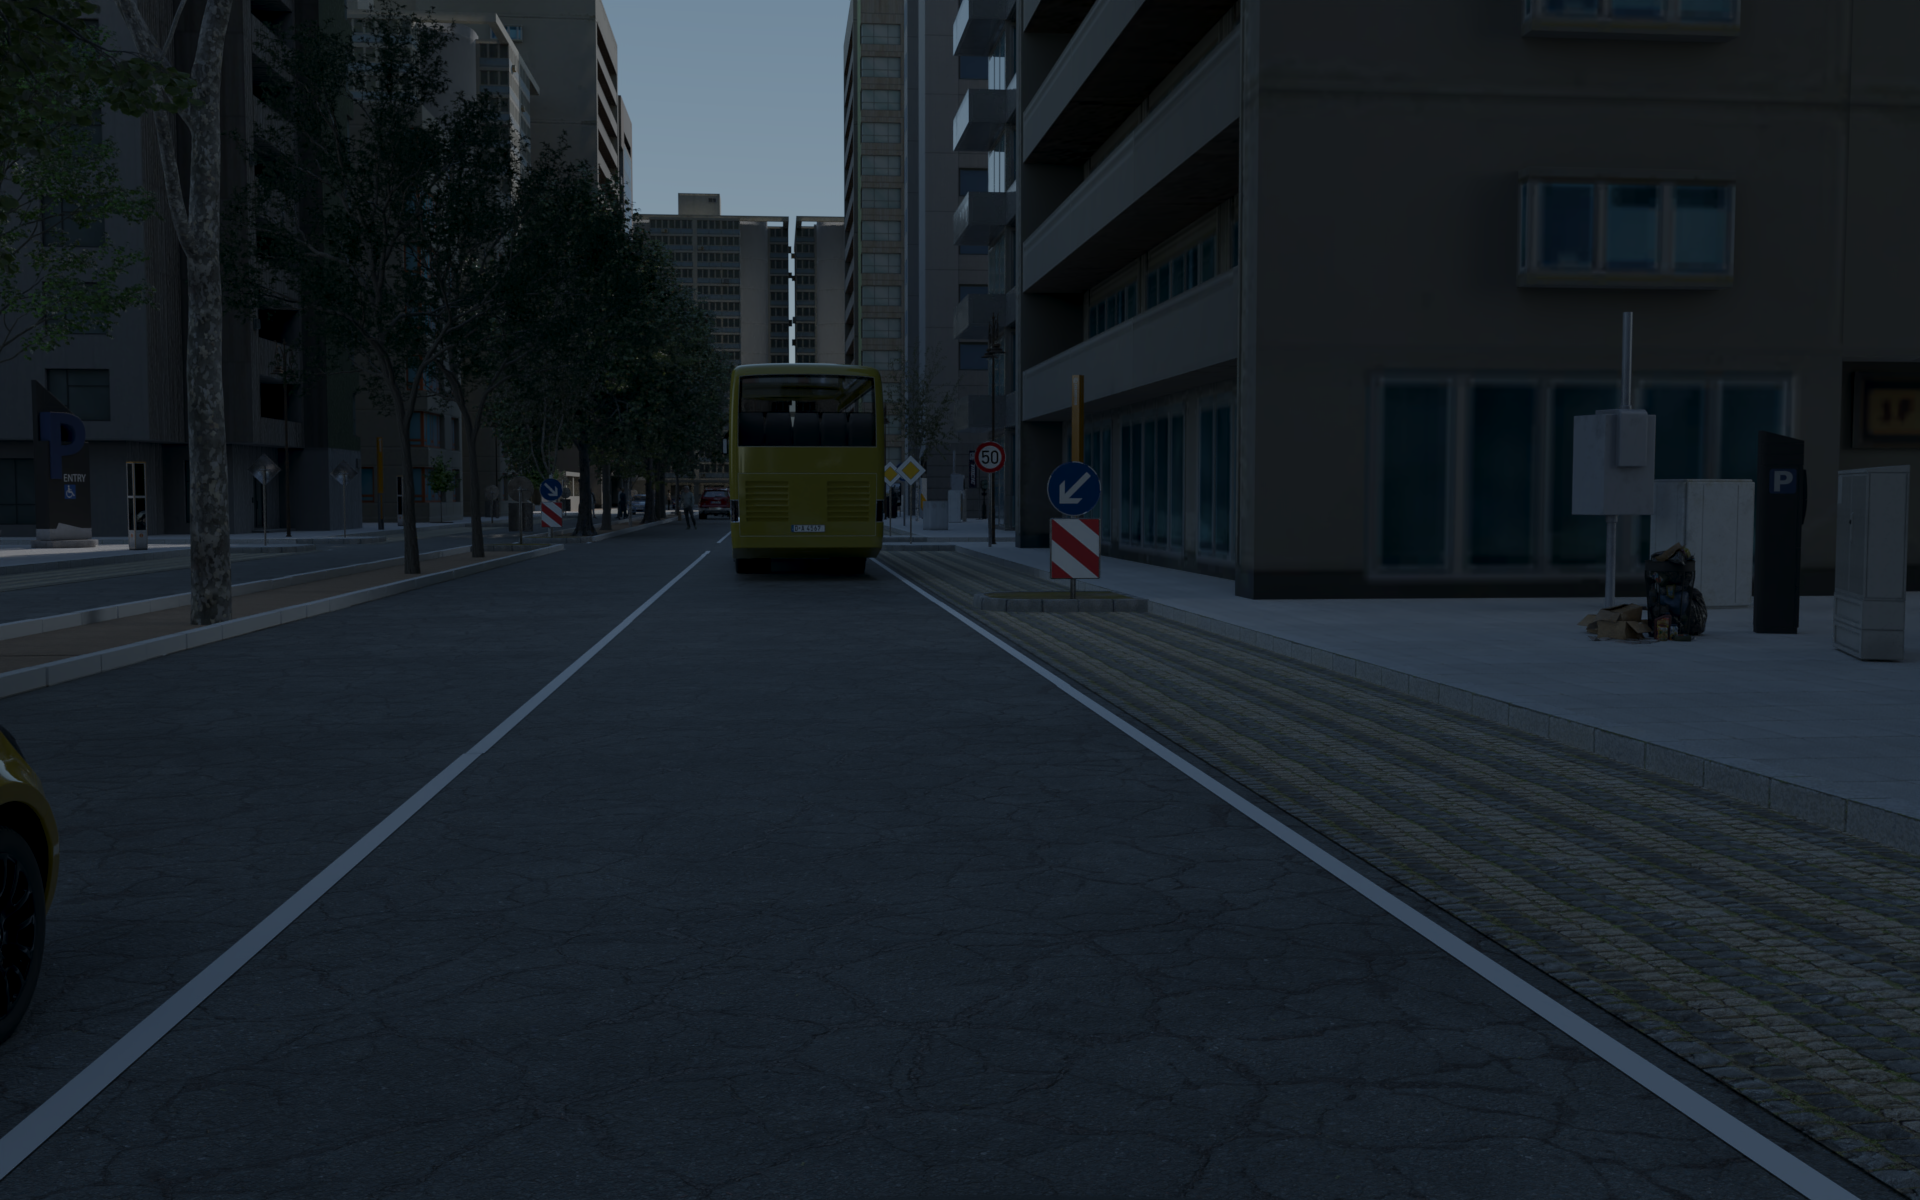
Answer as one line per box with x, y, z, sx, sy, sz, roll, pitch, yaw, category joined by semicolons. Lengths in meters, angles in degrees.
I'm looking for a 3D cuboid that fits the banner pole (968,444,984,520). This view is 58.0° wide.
0.789;-5.943;87.180;0.863;3.779;0.401;2;4;32;banner pole

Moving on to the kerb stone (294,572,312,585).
-10.516;-0.322;27.463;0.120;0.150;1.000;0;4;-6;kerb stone

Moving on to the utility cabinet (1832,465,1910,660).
7.188;-0.308;13.712;0.318;1.500;1.173;1;4;17;utility cabinet

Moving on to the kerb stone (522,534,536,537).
-13.305;-1.914;53.486;0.120;0.150;1.000;0;4;-6;kerb stone

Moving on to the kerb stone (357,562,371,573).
-10.954;-0.571;31.534;0.120;0.150;1.000;0;4;-6;kerb stone

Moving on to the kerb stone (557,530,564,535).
-14.064;-2.351;60.626;0.120;0.150;1.000;0;4;-6;kerb stone

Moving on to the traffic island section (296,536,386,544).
-18.095;-1.750;50.899;2.009;0.180;2.903;0;4;-6;traffic island section

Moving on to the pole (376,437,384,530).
-20.797;-4.177;62.131;0.158;3.312;0.155;0;3;0;pole

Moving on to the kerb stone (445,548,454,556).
-11.817;-1.066;39.678;0.120;0.150;1.000;0;4;-6;kerb stone

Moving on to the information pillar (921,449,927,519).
-1.863;-5.996;89.387;0.183;3.616;0.504;2;4;30;information pillar

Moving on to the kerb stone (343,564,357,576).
-10.849;-0.505;30.514;0.120;0.150;1.000;0;4;-6;kerb stone

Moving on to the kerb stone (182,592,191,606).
-9.975;-0.011;22.370;0.120;0.150;1.000;0;4;-6;kerb stone

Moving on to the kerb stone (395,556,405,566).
-11.281;-0.757;34.590;0.120;0.150;1.000;0;4;-6;kerb stone

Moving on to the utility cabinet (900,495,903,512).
-3.792;-6.867;123.437;1.020;1.237;0.306;3;4;38;utility cabinet

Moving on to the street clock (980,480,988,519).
1.237;-5.129;88.433;0.471;2.002;0.358;-2;4;-24;street clock

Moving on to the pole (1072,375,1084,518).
2.022;-2.197;29.760;0.158;3.312;0.155;0;3;0;pole

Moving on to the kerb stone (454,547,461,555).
-11.936;-1.132;40.708;0.120;0.150;1.000;0;4;-6;kerb stone

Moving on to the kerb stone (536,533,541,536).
-13.403;-1.974;54.509;0.120;0.150;1.000;0;4;-6;kerb stone

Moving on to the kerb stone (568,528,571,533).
-14.281;-2.475;62.665;0.120;0.150;1.000;0;4;-6;kerb stone

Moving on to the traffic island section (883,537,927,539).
-2.094;-1.854;52.597;2.009;0.180;2.903;0;4;-6;traffic island section

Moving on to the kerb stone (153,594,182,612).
-9.864;0.051;21.354;0.120;0.150;1.000;0;4;-6;kerb stone

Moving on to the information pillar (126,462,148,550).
-18.794;-2.145;39.559;0.304;2.012;0.304;3;4;37;information pillar

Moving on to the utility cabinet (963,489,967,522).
-0.086;-4.364;80.036;0.318;1.500;1.173;-2;4;-25;utility cabinet

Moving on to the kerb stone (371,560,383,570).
-11.061;-0.628;32.555;0.120;0.150;1.000;0;4;-6;kerb stone

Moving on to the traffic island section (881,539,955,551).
-1.246;-1.369;44.656;2.009;0.180;2.903;0;4;-6;traffic island section

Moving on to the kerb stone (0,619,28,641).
-9.428;0.301;17.279;0.120;0.150;1.000;0;4;-6;kerb stone

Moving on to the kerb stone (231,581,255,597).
-10.191;-0.135;24.409;0.120;0.150;1.000;0;4;-6;kerb stone

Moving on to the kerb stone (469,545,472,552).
-12.153;-1.257;42.741;0.120;0.150;1.000;0;4;-6;kerb stone

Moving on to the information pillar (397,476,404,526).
-22.285;-3.960;69.232;0.304;2.012;0.304;2;4;26;information pillar

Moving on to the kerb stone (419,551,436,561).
-11.610;-0.938;37.641;0.120;0.150;1.000;0;4;-6;kerb stone

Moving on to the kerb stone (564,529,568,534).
-14.169;-2.410;61.643;0.120;0.150;1.000;0;4;-6;kerb stone

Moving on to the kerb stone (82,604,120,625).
-9.651;0.178;19.313;0.120;0.150;1.000;0;4;-6;kerb stone

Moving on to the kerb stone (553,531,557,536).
-13.846;-2.226;58.585;0.120;0.150;1.000;0;4;-6;kerb stone

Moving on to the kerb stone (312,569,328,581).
-10.629;-0.383;28.479;0.120;0.150;1.000;0;4;-6;kerb stone

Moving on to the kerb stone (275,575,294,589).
-10.411;-0.250;26.447;0.120;0.150;1.000;0;4;-6;kerb stone

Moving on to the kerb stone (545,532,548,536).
-13.623;-2.101;56.549;0.120;0.150;1.000;0;4;-6;kerb stone

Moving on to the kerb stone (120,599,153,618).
-9.754;0.114;20.338;0.120;0.150;1.000;0;4;-6;kerb stone

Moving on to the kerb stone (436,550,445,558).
-11.714;-1.007;38.659;0.120;0.150;1.000;0;4;-6;kerb stone

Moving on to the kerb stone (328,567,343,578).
-10.736;-0.447;29.497;0.120;0.150;1.000;0;4;-6;kerb stone

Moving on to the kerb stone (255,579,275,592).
-10.305;-0.198;25.430;0.120;0.150;1.000;0;4;-6;kerb stone

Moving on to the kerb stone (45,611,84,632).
-9.541;0.245;18.295;0.120;0.150;1.000;0;4;-6;kerb stone

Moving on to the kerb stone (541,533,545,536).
-13.519;-2.037;55.525;0.120;0.150;1.000;0;4;-6;kerb stone

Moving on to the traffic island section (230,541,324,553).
-17.247;-1.265;42.959;2.009;0.180;2.903;0;4;-6;traffic island section

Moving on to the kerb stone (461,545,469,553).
-12.046;-1.194;41.724;0.120;0.150;1.000;0;4;-6;kerb stone

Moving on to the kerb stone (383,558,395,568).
-11.170;-0.696;33.574;0.120;0.150;1.000;0;4;-6;kerb stone

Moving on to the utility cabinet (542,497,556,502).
-27.825;-6.486;117.200;1.020;1.237;0.306;2;4;27;utility cabinet
